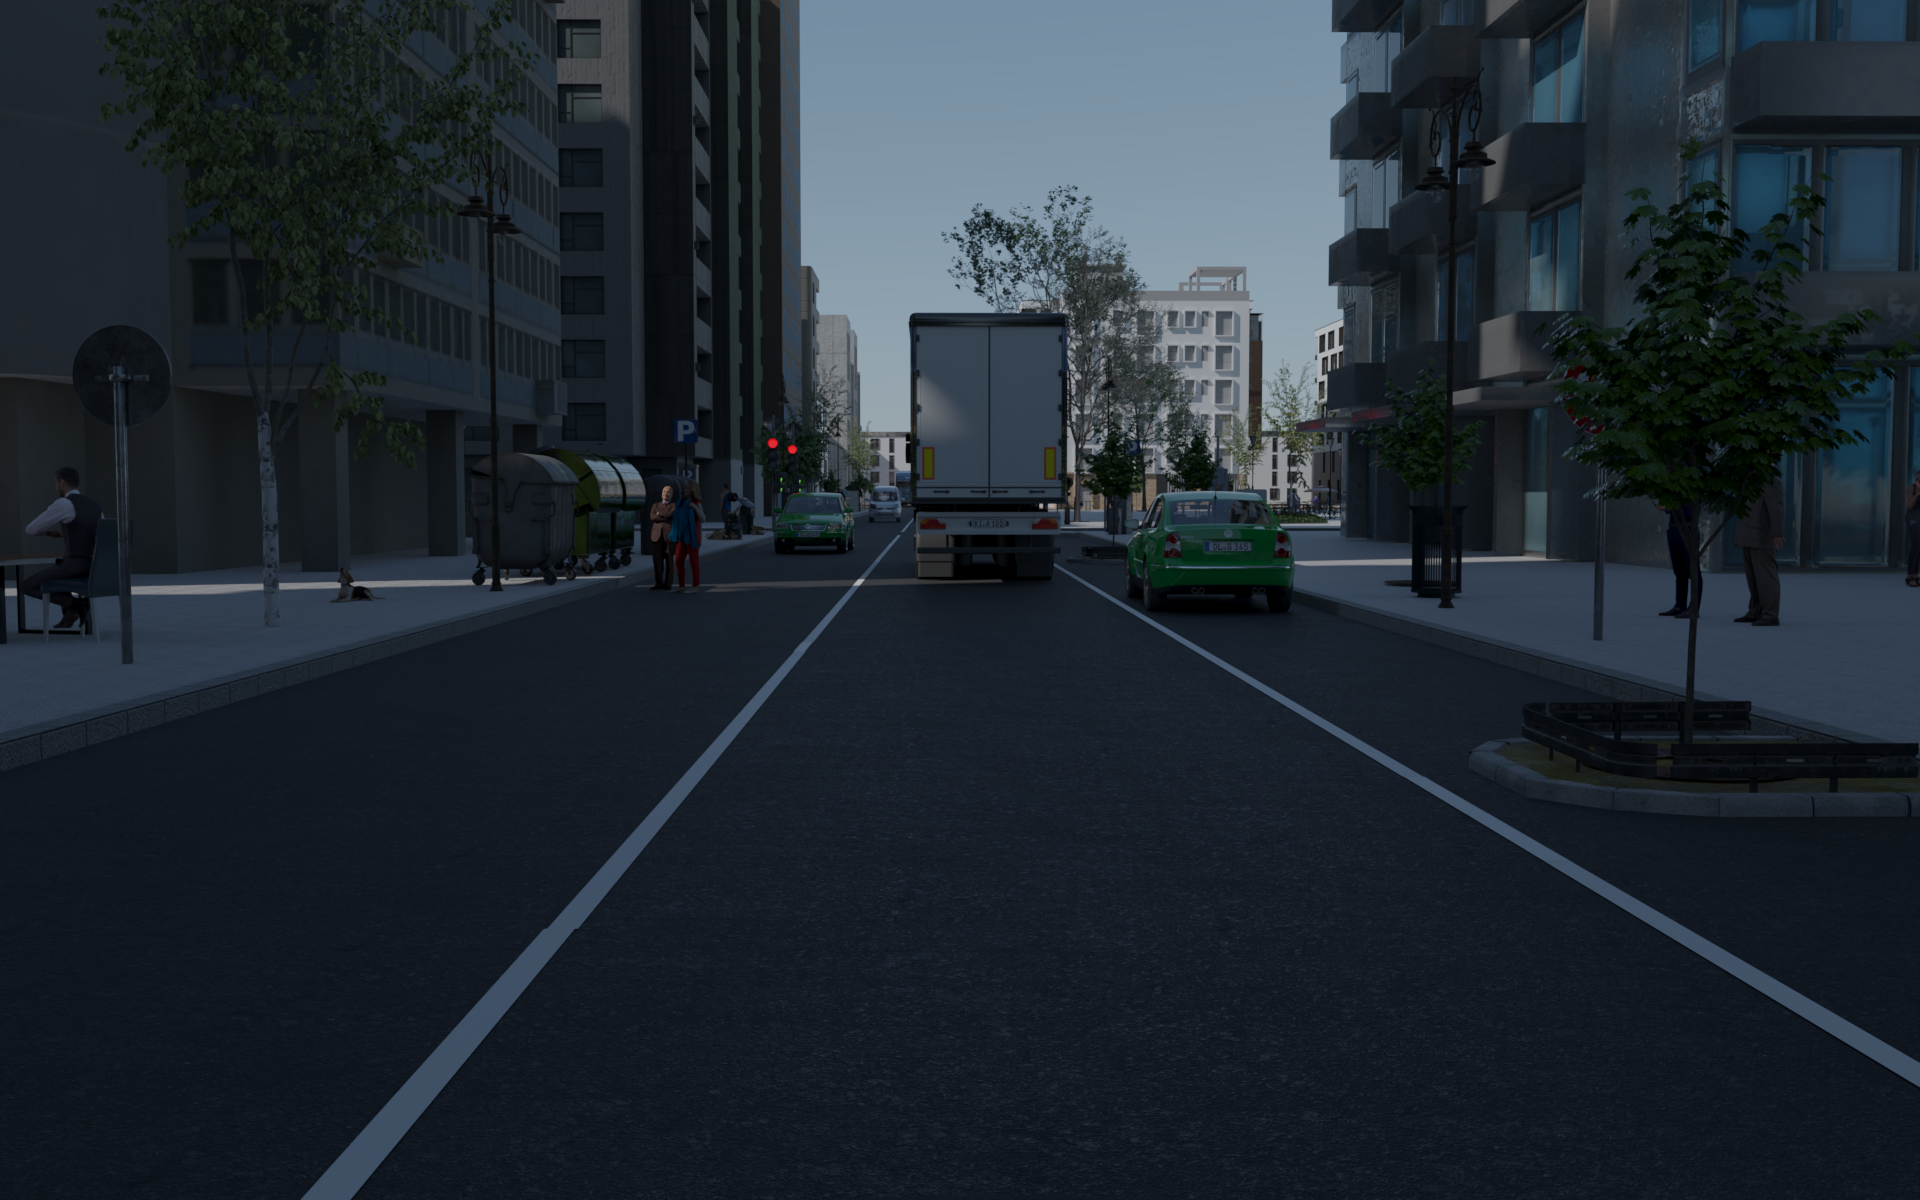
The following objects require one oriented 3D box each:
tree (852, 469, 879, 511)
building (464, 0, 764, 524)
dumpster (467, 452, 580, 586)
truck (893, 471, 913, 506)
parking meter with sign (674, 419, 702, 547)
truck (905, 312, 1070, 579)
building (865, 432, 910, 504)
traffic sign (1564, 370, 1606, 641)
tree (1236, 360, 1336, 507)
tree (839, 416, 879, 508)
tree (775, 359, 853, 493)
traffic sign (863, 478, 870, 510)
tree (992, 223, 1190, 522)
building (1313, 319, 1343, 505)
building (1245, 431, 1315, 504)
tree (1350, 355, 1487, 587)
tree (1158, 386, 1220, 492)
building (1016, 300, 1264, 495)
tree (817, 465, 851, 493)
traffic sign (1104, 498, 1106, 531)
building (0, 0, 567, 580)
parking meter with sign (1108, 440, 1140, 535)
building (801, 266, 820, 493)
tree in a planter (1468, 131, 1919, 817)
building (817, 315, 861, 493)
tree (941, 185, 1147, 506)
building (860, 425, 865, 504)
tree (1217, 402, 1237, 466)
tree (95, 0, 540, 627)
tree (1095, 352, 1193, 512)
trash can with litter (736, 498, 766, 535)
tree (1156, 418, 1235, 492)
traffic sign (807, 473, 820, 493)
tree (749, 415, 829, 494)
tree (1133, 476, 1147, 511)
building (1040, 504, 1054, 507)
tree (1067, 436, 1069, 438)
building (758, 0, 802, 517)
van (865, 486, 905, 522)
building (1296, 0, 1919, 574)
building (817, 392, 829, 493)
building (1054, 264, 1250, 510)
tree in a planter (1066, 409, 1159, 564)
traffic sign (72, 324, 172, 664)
[{"bbox_3d":[-7.652,-8.477,133.193,1.663,3.219,1.824,0,3,0],"label":"tree"},{"bbox_3d":[-17.999,-19.457,89.818,14.160,30.474,14.107,0,4,-1],"label":"building"},{"bbox_3d":[-6.274,-1.173,24.940,1.264,1.857,1.865,0,4,-1],"label":"dumpster"},{"bbox_3d":[-6.248,-13.234,206.138,2.967,4.110,18.799,0,4,-1],"label":"truck"},{"bbox_3d":[-6.441,-2.754,41.289,0.543,3.016,1.738,0,4,-3],"label":"parking meter with sign"},{"bbox_3d":[0.342,-2.659,32.383,2.839,4.237,11.283,0,4,-1],"label":"truck"},{"bbox_3d":[-14.168,-17.829,233.657,28.070,9.664,9.099,0,4,-1],"label":"building"},{"bbox_3d":[5.598,-0.918,15.120,0.768,2.556,0.104,0,4,1],"label":"traffic sign"},{"bbox_3d":[18.379,-8.829,94.723,4.737,8.622,4.395,0,3,0],"label":"tree"},{"bbox_3d":[-9.367,-12.997,162.866,4.737,8.622,4.395,0,3,0],"label":"tree"},{"bbox_3d":[-7.764,-8.776,93.852,4.360,8.622,3.978,0,3,0],"label":"tree"},{"bbox_3d":[-7.497,-8.330,136.300,0.768,2.556,0.104,0,4,8],"label":"traffic sign"},{"bbox_3d":[5.450,-10.301,78.788,12.009,13.543,11.850,0,3,0],"label":"tree"},{"bbox_3d":[60.690,-21.940,202.687,32.646,21.610,27.936,0,4,-1],"label":"building"},{"bbox_3d":[46.553,-17.837,233.782,28.070,9.664,9.099,0,4,-1],"label":"building"},{"bbox_3d":[6.572,-1.806,24.135,1.663,3.219,1.824,0,3,0],"label":"tree"},{"bbox_3d":[15.162,-10.157,116.431,4.360,8.622,3.978,0,3,0],"label":"tree"},{"bbox_3d":[20.150,-21.707,198.886,27.936,21.610,32.646,0,4,-1],"label":"building"},{"bbox_3d":[-8.544,-7.386,115.369,1.663,3.219,1.824,0,3,0],"label":"tree"},{"bbox_3d":[4.984,-3.629,59.434,0.768,2.556,0.104,0,4,2],"label":"traffic sign"},{"bbox_3d":[-21.564,-21.071,36.389,23.993,40.220,32.217,0,4,-1],"label":"building"},{"bbox_3d":[5.210,-3.615,55.373,0.543,3.016,1.738,2,4,24],"label":"parking meter with sign"},{"bbox_3d":[-24.974,-17.162,125.630,27.650,21.520,28.899,0,4,-1],"label":"building"},{"bbox_3d":[3.655,-0.695,8.582,1.991,3.239,1.994,0,4,-1],"label":"tree in a planter"},{"bbox_3d":[-19.779,-19.572,186.461,16.747,18.905,31.486,0,4,-1],"label":"building"},{"bbox_3d":[5.994,-15.189,104.224,12.611,20.169,13.585,0,3,0],"label":"tree"},{"bbox_3d":[-26.131,-16.416,210.548,28.070,9.664,9.099,0,4,-1],"label":"building"},{"bbox_3d":[22.740,-11.551,139.223,4.737,8.622,4.395,0,3,0],"label":"tree"},{"bbox_3d":[-6.434,-4.038,16.377,4.737,8.622,4.395,0,3,0],"label":"tree"},{"bbox_3d":[13.284,-12.245,125.954,9.928,11.665,9.643,0,3,0],"label":"tree"},{"bbox_3d":[-6.534,-2.639,54.530,1.055,1.170,0.624,3,4,37],"label":"trash can with litter"},{"bbox_3d":[6.060,-3.046,44.406,1.663,3.219,1.824,0,3,0],"label":"tree"},{"bbox_3d":[-7.089,-5.084,83.222,0.768,2.556,0.104,0,4,7],"label":"traffic sign"},{"bbox_3d":[-7.110,-5.403,72.060,4.285,4.588,4.351,0,3,0],"label":"tree"},{"bbox_3d":[13.425,-8.406,132.032,1.663,3.219,1.824,0,3,0],"label":"tree"},{"bbox_3d":[11.264,-13.841,168.452,9.099,9.664,28.070,0,4,-1],"label":"building"},{"bbox_3d":[4.554,-13.177,133.576,7.486,12.596,7.792,0,3,0],"label":"tree"},{"bbox_3d":[-16.989,-27.731,103.508,14.600,45.320,14.200,0,4,-1],"label":"building"},{"bbox_3d":[-3.867,-5.045,89.501,2.013,2.044,4.112,0,4,-2],"label":"van"},{"bbox_3d":[21.476,-25.678,39.444,23.786,49.044,30.456,0,4,-1],"label":"building"},{"bbox_3d":[-16.380,-13.117,156.616,9.099,9.664,28.070,0,4,-1],"label":"building"},{"bbox_3d":[15.750,-17.853,148.311,16.016,20.091,11.380,0,4,-1],"label":"building"},{"bbox_3d":[3.254,-2.404,36.525,1.991,3.239,1.994,0,4,-1],"label":"tree in a planter"},{"bbox_3d":[-6.301,-0.791,13.031,0.768,2.556,0.104,0,4,3],"label":"traffic sign"}]
